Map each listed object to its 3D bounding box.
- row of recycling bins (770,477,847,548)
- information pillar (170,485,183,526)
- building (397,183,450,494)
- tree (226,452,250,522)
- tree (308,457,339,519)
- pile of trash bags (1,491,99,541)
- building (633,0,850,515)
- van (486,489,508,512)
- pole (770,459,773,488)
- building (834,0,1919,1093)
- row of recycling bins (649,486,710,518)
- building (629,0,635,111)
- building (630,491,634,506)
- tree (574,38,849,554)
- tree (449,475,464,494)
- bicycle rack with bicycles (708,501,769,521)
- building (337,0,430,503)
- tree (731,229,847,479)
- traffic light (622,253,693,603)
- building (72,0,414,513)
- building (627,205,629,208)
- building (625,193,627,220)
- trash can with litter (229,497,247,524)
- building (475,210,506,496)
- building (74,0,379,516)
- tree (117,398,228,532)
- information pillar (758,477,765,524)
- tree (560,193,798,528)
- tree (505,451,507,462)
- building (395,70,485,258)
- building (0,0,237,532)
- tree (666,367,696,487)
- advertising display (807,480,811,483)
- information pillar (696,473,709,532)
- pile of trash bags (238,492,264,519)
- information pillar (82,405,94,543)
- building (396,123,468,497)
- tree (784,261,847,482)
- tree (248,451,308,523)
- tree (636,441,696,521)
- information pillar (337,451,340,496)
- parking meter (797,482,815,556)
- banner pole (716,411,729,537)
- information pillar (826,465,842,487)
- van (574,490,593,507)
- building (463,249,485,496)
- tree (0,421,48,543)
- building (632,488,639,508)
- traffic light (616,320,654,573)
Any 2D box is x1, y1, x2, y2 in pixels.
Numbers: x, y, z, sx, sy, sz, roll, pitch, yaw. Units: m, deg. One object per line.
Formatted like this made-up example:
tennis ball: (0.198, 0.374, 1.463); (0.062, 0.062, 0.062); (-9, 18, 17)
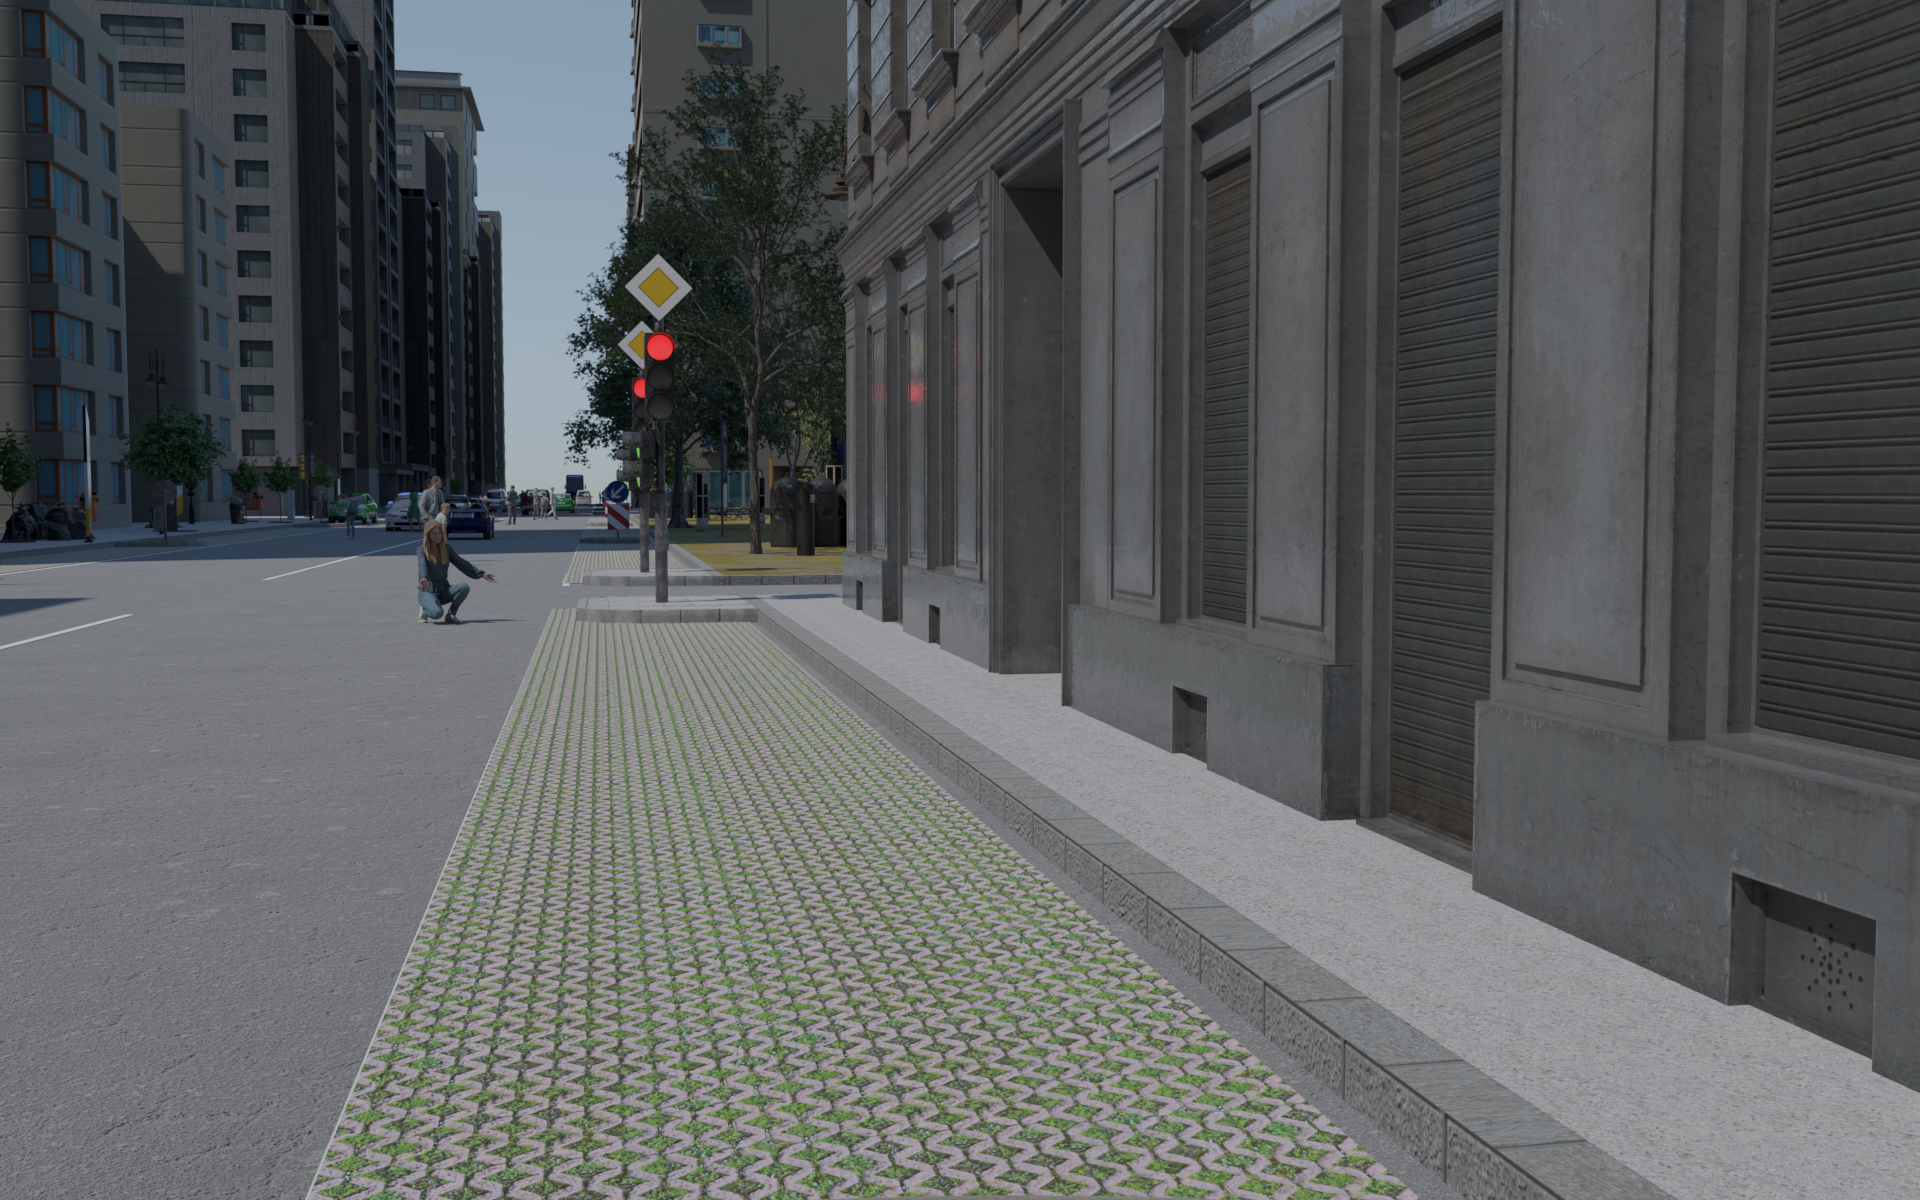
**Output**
row of recycling bins: (-3.006, -2.166, 42.524); (3.534, 1.692, 1.069); (-3, 4, -36)
information pillar: (-31.315, -4.757, 69.135); (0.183, 3.616, 0.504); (3, 5, 42)
building: (-55.794, -23.857, 161.769); (14.160, 30.474, 14.107); (-1, 4, -12)
tree: (-33.130, -5.226, 80.044); (1.663, 3.219, 1.824); (0, 3, 0)
tree: (-33.712, -5.892, 90.932); (1.663, 3.219, 1.824); (0, 3, 0)
pile of trash bags: (-25.392, -2.399, 48.973); (1.912, 1.369, 3.447); (0, 4, 1)
building: (-10.506, -30.044, 114.926); (21.300, 48.544, 21.600); (-1, 4, -12)
van: (-36.716, -7.944, 136.891); (2.013, 2.044, 4.112); (-1, 4, -11)
pole: (-10.928, -6.524, 100.502); (0.158, 3.312, 0.155); (0, 3, 0)
building: (5.027, -9.947, 11.781); (9.793, 20.994, 18.267); (-1, 4, -12)
row of recycling bins: (-15.035, -5.182, 91.842); (3.534, 1.692, 1.069); (0, 4, -1)
building: (-15.200, -29.697, 140.175); (22.147, 44.769, 28.867); (-1, 4, -12)
building: (-30.044, -25.839, 194.173); (14.160, 30.474, 14.107); (-1, 4, -12)
tree: (-4.641, -6.250, 36.594); (7.601, 10.594, 8.767); (-3, 5, -40)
tree: (-50.702, -11.004, 174.509); (1.663, 3.219, 1.824); (0, 3, 0)
bicycle rack with bicycles: (-11.159, -4.363, 84.721); (2.925, 0.926, 2.852); (1, 4, 21)
building: (-55.451, -43.098, 142.902); (20.563, 71.187, 20.611); (-1, 4, -12)
tree: (-4.589, -5.970, 47.977); (4.360, 8.622, 3.978); (0, 3, 0)
traffic light: (-3.545, -1.923, 20.368); (0.839, 4.253, 0.868); (-1, 4, -12)
building: (-55.880, -26.247, 121.024); (32.217, 40.220, 23.993); (-1, 4, -12)
building: (-35.539, -38.268, 245.288); (23.786, 49.044, 30.456); (-1, 4, -12)
building: (-30.169, -34.316, 215.696); (22.147, 44.769, 28.867); (-1, 4, -12)
trash can with litter: (-30.933, -3.851, 74.348); (0.624, 1.170, 1.055); (-3, 5, -44)
building: (-71.321, -34.149, 241.922); (14.154, 41.232, 14.086); (-1, 4, -12)
building: (-43.420, -20.331, 104.112); (14.160, 30.474, 14.107); (-1, 4, -12)
tree: (-26.782, -4.613, 59.138); (4.285, 4.588, 4.351); (0, 3, 0)
information pillar: (-8.664, -4.330, 75.282); (0.304, 2.012, 0.304); (-2, 4, -30)
tree: (-10.586, -9.083, 65.510); (9.611, 12.733, 9.660); (0, 3, 0)
tree: (-68.342, -18.568, 253.952); (4.360, 8.622, 3.978); (0, 3, 0)
building: (-75.275, -38.503, 218.758); (28.713, 52.752, 27.495); (-1, 4, -12)
building: (-46.999, -13.747, 69.795); (27.650, 21.520, 28.899); (-1, 4, -12)
tree: (-15.863, -8.752, 93.465); (4.360, 8.622, 3.978); (0, 3, 0)
advertising display: (-6.477, -4.510, 78.954); (0.974, 1.923, 0.123); (-1, 4, -19)
information pillar: (-8.821, -3.352, 59.290); (0.304, 2.012, 0.304); (2, 4, 31)
pile of trash bags: (-37.853, -4.928, 90.319); (3.447, 1.369, 1.912); (1, 4, 14)
information pillar: (-23.088, -3.331, 45.824); (0.183, 3.616, 0.504); (-1, 4, -18)
building: (-60.881, -30.703, 185.583); (14.154, 41.232, 14.086); (-1, 4, -12)
tree: (-3.316, -6.292, 53.242); (4.737, 8.622, 4.395); (0, 3, 0)
tree: (-30.451, -5.062, 77.371); (1.663, 3.219, 1.824); (0, 3, 0)
tree: (-14.261, -6.016, 82.076); (4.285, 4.588, 4.351); (0, 3, 0)
information pillar: (-33.925, -6.317, 94.632); (0.183, 3.616, 0.504); (-1, 4, -17)
parking meter: (-3.205, -1.686, 35.982); (0.372, 1.533, 0.369); (0, 3, 0)
banner pole: (-7.107, -3.800, 52.149); (0.401, 3.779, 0.863); (-1, 4, -22)
information pillar: (-3.236, -2.451, 44.572); (0.304, 2.012, 0.304); (3, 5, 39)
van: (-40.949, -11.096, 188.425); (2.013, 2.044, 4.112); (-1, 4, -13)
building: (-63.034, -26.237, 200.682); (14.160, 30.474, 14.107); (-1, 4, -12)
tree: (-25.253, -3.135, 45.858); (1.663, 3.219, 1.824); (0, 3, 0)
building: (-15.462, -29.112, 167.854); (32.217, 40.220, 23.993); (-1, 4, -12)
traffic light: (-5.170, -2.402, 28.187); (0.839, 4.253, 0.868); (-1, 4, -12)
